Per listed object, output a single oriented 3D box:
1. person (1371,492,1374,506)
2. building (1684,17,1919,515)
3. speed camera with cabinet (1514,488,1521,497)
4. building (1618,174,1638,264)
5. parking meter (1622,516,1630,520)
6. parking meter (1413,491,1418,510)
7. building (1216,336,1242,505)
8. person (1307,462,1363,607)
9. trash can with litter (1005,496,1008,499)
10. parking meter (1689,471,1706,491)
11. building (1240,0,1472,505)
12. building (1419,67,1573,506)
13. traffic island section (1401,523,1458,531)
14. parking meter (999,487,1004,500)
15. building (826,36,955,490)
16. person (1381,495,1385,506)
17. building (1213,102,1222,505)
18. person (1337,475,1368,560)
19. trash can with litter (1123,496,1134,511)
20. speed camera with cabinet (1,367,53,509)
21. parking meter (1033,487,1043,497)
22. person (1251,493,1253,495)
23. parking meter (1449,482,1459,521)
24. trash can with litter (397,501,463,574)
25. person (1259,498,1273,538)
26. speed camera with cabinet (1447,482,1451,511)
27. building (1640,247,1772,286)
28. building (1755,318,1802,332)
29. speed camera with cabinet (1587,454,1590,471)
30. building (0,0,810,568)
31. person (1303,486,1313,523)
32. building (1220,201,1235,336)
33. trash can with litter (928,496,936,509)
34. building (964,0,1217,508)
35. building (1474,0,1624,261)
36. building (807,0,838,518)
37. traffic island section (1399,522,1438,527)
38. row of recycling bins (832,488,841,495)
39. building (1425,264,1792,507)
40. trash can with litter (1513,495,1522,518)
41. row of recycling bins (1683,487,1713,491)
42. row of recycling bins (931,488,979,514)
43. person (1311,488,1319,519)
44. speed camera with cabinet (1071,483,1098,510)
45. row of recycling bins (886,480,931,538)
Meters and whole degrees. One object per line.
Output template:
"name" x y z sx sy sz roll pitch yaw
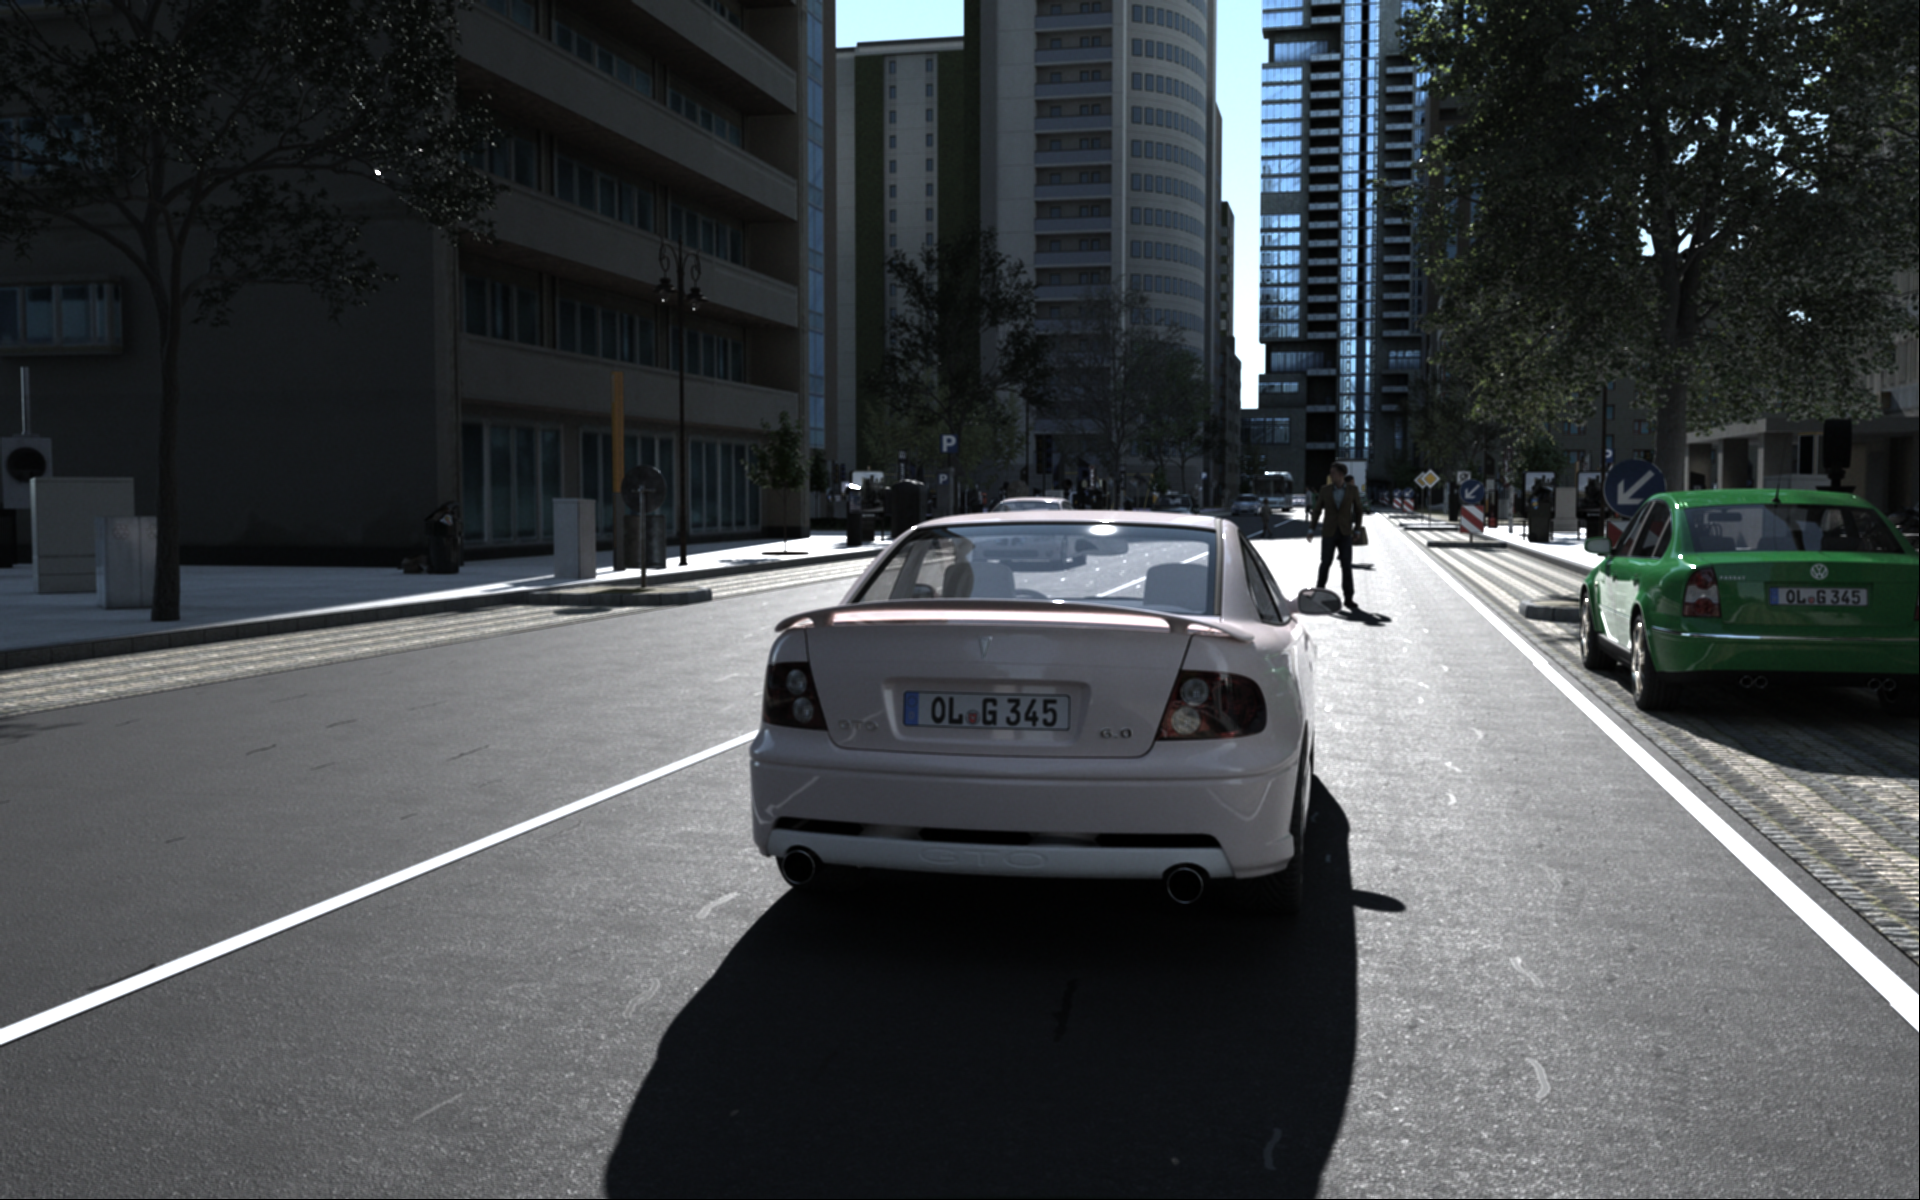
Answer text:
"person" 51.323 -12.629 215.698 0.721 1.735 1.217 3 4 38
"building" 35.219 -21.294 40.035 32.217 40.220 23.993 1 4 13
"speed camera with cabinet" 42.553 -8.275 129.632 2.038 3.252 0.660 2 4 32
"building" 79.983 -37.571 237.980 21.600 48.544 21.300 1 4 13
"parking meter" 30.309 -4.302 78.746 0.372 1.533 0.369 0 3 0
"parking meter" 36.783 -8.036 139.795 0.372 1.533 0.369 0 3 0
"building" 19.579 -22.698 216.147 28.899 21.520 27.650 1 4 13
"person" 4.816 -0.849 22.298 0.656 1.842 0.836 -1 4 -20
"trash can with litter" 4.334 -8.666 153.075 1.055 1.170 0.624 -3 5 -41
"parking meter" 18.883 -2.364 44.364 0.399 1.863 0.255 1 4 20
"building" 54.261 -56.901 242.996 31.000 86.520 22.319 1 4 13
"building" 55.932 -32.523 181.858 14.600 45.320 14.200 1 4 13
"traffic island section" 18.657 -2.841 68.727 2.009 0.180 2.903 1 4 13
"parking meter" 3.371 -8.157 139.085 0.255 1.863 0.399 -3 5 -39
"building" -8.650 -41.720 224.127 28.212 58.520 21.231 1 4 13
"person" 48.060 -11.454 196.331 0.434 1.755 0.990 -1 4 -18
"building" 21.117 -33.024 190.058 14.600 45.320 14.200 1 4 13
"person" 8.070 -1.682 35.982 0.794 1.824 0.713 -2 4 -25
"trash can with litter" 9.655 -5.239 97.046 1.055 1.170 0.624 3 5 41
"speed camera with cabinet" -15.080 -1.971 26.566 2.038 3.252 0.660 -2 4 -25
"parking meter" 2.987 -3.545 66.376 0.372 1.533 0.369 0 3 0
"person" 26.956 -9.155 158.631 0.568 1.767 0.683 0 4 -6
"parking meter" 23.177 -4.621 81.270 0.399 1.863 0.255 -2 4 -29
"trash can with litter" -8.547 -1.009 27.879 1.055 1.170 0.624 1 4 11
"person" 10.012 -2.690 56.762 0.475 1.303 0.640 -3 5 -44
"speed camera with cabinet" 37.427 -8.499 133.289 0.660 3.252 2.038 2 4 23
"building" 88.747 -26.618 206.905 14.107 30.474 14.160 1 4 13
"building" 108.091 -21.423 195.307 28.899 21.520 27.650 1 4 13
"speed camera with cabinet" 31.204 -5.562 85.270 0.660 3.252 2.038 1 4 13
"building" -17.086 -25.531 41.141 21.300 48.544 21.600 1 4 13
"person" 17.618 -4.819 87.139 0.795 1.843 0.661 0 4 5
"building" 31.274 -34.335 244.968 14.086 41.232 14.154 1 4 13
"trash can with litter" -1.168 -4.967 92.600 0.624 1.170 1.055 2 4 35
"building" 13.262 -38.367 169.305 21.231 58.520 28.212 1 4 13
"building" 65.054 -54.375 201.701 22.319 86.520 31.000 1 4 13
"building" -13.644 -25.507 67.148 14.200 45.320 14.600 1 4 13
"traffic island section" 20.435 -3.317 76.512 2.009 0.180 2.903 1 4 13
"row of recycling bins" -10.067 -9.092 155.768 1.069 1.692 3.534 3 5 40
"building" 58.063 -19.266 160.039 27.650 21.520 28.899 1 4 13
"trash can with litter" 30.166 -4.955 92.073 2.233 1.210 1.678 1 4 18
"row of recycling bins" 39.745 -5.279 93.422 1.069 1.692 3.534 3 5 45
"row of recycling bins" -0.540 -6.311 110.290 3.534 1.692 1.069 0 4 8
"person" 20.307 -5.565 99.739 0.600 1.795 0.529 3 5 41
"speed camera with cabinet" 9.499 -8.430 132.168 2.038 3.252 0.660 2 4 24
"row of recycling bins" -1.522 -2.735 51.838 1.069 1.692 3.534 0 4 1
